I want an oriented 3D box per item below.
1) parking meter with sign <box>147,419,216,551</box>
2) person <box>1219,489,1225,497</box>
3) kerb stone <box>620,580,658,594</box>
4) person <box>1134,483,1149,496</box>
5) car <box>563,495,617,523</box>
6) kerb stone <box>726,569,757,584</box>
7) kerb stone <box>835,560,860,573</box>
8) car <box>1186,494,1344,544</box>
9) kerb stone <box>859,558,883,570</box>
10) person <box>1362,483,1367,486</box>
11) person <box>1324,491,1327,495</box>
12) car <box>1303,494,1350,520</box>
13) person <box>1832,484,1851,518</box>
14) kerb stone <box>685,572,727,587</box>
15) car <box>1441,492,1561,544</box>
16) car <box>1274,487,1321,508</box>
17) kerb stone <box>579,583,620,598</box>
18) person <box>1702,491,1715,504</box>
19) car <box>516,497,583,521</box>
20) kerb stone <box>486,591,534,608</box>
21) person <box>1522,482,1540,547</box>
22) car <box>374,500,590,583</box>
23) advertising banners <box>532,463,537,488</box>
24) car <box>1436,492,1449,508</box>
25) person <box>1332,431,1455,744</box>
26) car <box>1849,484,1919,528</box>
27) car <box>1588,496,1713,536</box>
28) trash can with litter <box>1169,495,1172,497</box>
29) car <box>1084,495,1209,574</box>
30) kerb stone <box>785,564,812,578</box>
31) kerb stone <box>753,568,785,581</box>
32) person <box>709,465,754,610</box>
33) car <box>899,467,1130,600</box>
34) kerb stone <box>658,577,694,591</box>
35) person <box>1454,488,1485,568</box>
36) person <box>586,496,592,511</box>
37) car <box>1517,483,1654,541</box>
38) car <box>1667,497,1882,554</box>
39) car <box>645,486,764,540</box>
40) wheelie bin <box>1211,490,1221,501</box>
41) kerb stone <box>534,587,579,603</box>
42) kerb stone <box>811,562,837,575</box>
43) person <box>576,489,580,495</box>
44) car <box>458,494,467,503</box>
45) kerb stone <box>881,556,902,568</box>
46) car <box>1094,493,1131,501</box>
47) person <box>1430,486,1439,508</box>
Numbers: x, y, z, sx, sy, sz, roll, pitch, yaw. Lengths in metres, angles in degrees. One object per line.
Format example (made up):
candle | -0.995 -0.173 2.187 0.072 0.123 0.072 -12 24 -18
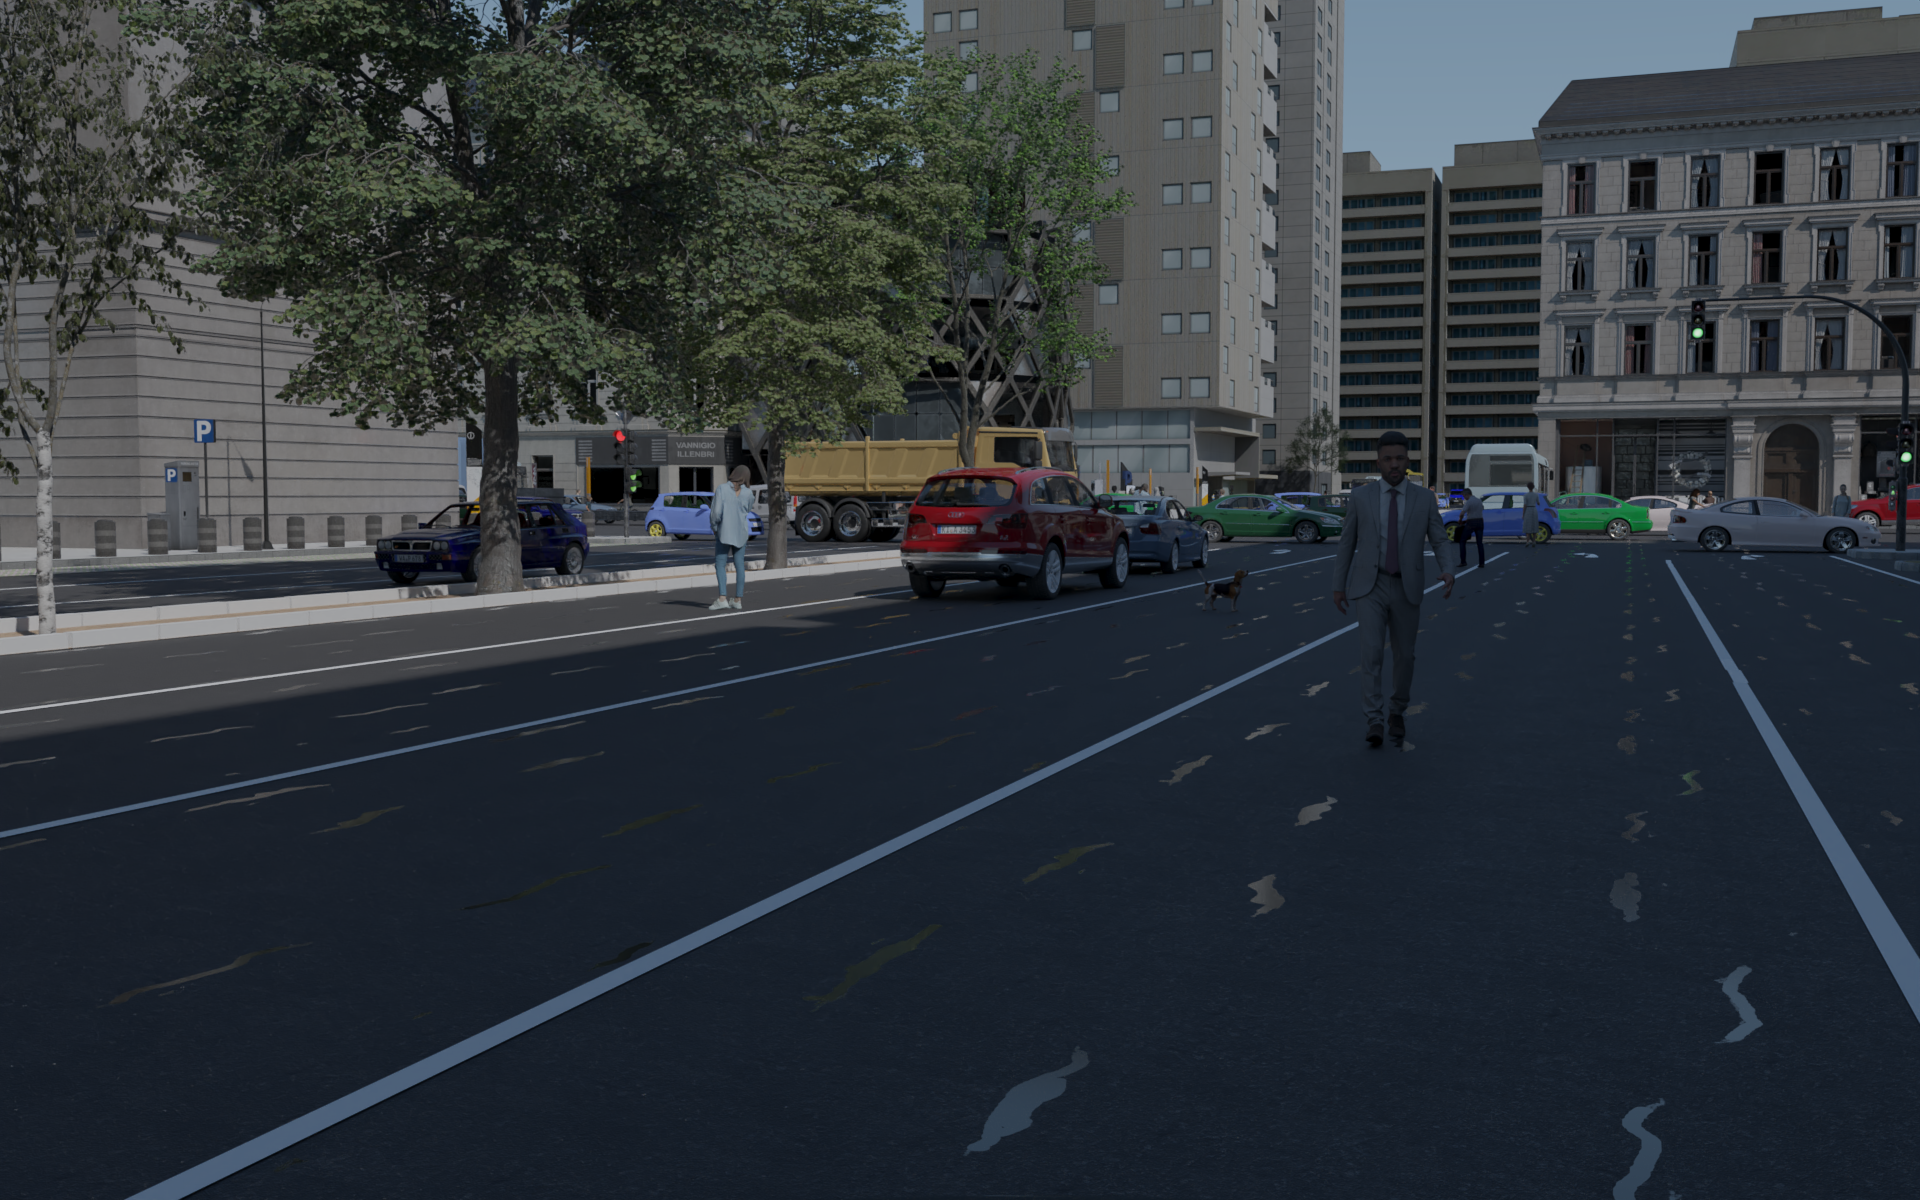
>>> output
parking meter with sign | -17.834 -2.654 39.646 0.543 3.016 1.738 1 4 17
person | 8.929 -2.978 59.006 0.330 1.601 0.589 3 5 42
kerb stone | -4.741 -0.183 25.185 0.120 0.150 1.000 1 4 21
person | 5.955 -2.974 57.396 0.793 1.790 0.793 -1 4 -9
car | -18.746 -4.421 84.282 4.499 1.417 2.014 1 4 22
kerb stone | -3.622 -0.359 28.072 0.120 0.150 1.000 1 4 21
kerb stone | -2.144 -0.594 31.911 0.120 0.150 1.000 1 4 21
car | 8.997 -2.417 51.322 4.920 1.459 2.131 1 4 23
kerb stone | -1.771 -0.651 32.879 0.120 0.150 1.000 1 4 21
person | 13.843 -3.098 59.386 0.641 1.798 0.478 2 4 34
person | 32.283 -8.823 153.445 0.721 1.739 1.217 3 4 37
car | 14.823 -3.390 65.206 4.222 1.686 2.009 1 4 21
person | 23.777 -2.273 46.675 0.512 1.701 0.522 2 4 31
kerb stone | -3.991 -0.301 27.111 0.120 0.150 1.000 1 4 21
car | 15.709 -2.524 50.854 3.694 1.707 1.945 1 4 20
car | 14.122 -3.669 69.572 3.694 1.707 1.945 1 4 22
kerb stone | -5.113 -0.124 24.217 0.120 0.150 1.000 1 4 21
person | 29.821 -3.563 69.032 0.482 1.546 0.388 0 4 -6
car | -15.875 -3.196 64.827 3.894 1.354 1.945 1 4 22
kerb stone | -5.862 -0.006 22.296 0.120 0.150 1.000 1 4 21
person | 15.362 -2.299 46.654 0.480 1.755 0.524 0 4 -4
car | -7.889 -0.995 28.842 1.945 1.354 3.894 1 4 22
advertising banners | -23.345 -6.152 96.774 2.074 3.025 0.090 3 5 44
car | 48.003 -10.029 173.564 1.945 1.707 3.694 1 4 21
person | 2.501 -0.077 10.030 0.678 1.792 0.850 1 4 11
car | 34.437 -3.287 62.409 5.304 1.827 2.281 1 4 22
car | 23.540 -2.920 60.107 4.827 1.381 2.083 1 4 21
trash can with litter | 17.178 -8.070 143.325 0.624 1.170 1.055 -2 4 -34
car | 3.483 -1.261 32.614 2.014 1.417 4.499 1 4 19
kerb stone | -2.888 -0.477 29.993 0.120 0.150 1.000 1 4 21
kerb stone | -3.261 -0.418 29.034 0.120 0.150 1.000 1 4 21
person | -2.852 -0.785 21.600 0.793 1.790 0.793 2 4 24
car | 0.922 -1.009 25.178 2.281 1.827 5.304 1 4 22
kerb stone | -4.363 -0.238 26.151 0.120 0.150 1.000 1 4 21
person | 9.956 -1.415 33.846 0.614 1.554 0.590 -2 4 -34
person | -16.161 -3.866 75.616 0.340 1.345 0.435 -1 4 -11
car | 19.306 -2.798 54.537 4.718 1.807 1.959 1 4 21
car | 20.188 -1.877 43.043 4.827 1.381 2.083 1 4 22
car | -7.855 -2.683 53.466 3.694 1.707 1.945 1 4 22
wheelie bin | 19.784 -7.656 133.078 0.693 1.594 0.980 3 5 41
kerb stone | -5.487 -0.065 23.259 0.120 0.150 1.000 1 4 21
kerb stone | -2.512 -0.535 30.950 0.120 0.150 1.000 1 4 21
person | -20.292 -5.052 92.109 0.522 1.701 0.512 -1 4 -23
car | -17.562 -3.231 62.621 4.222 1.686 2.009 1 4 20
kerb stone | -1.401 -0.712 33.840 0.120 0.150 1.000 1 4 21
car | 5.673 -3.601 67.678 4.718 1.807 1.959 1 4 22
person | 19.643 -3.886 72.571 0.750 1.759 0.617 0 4 2
